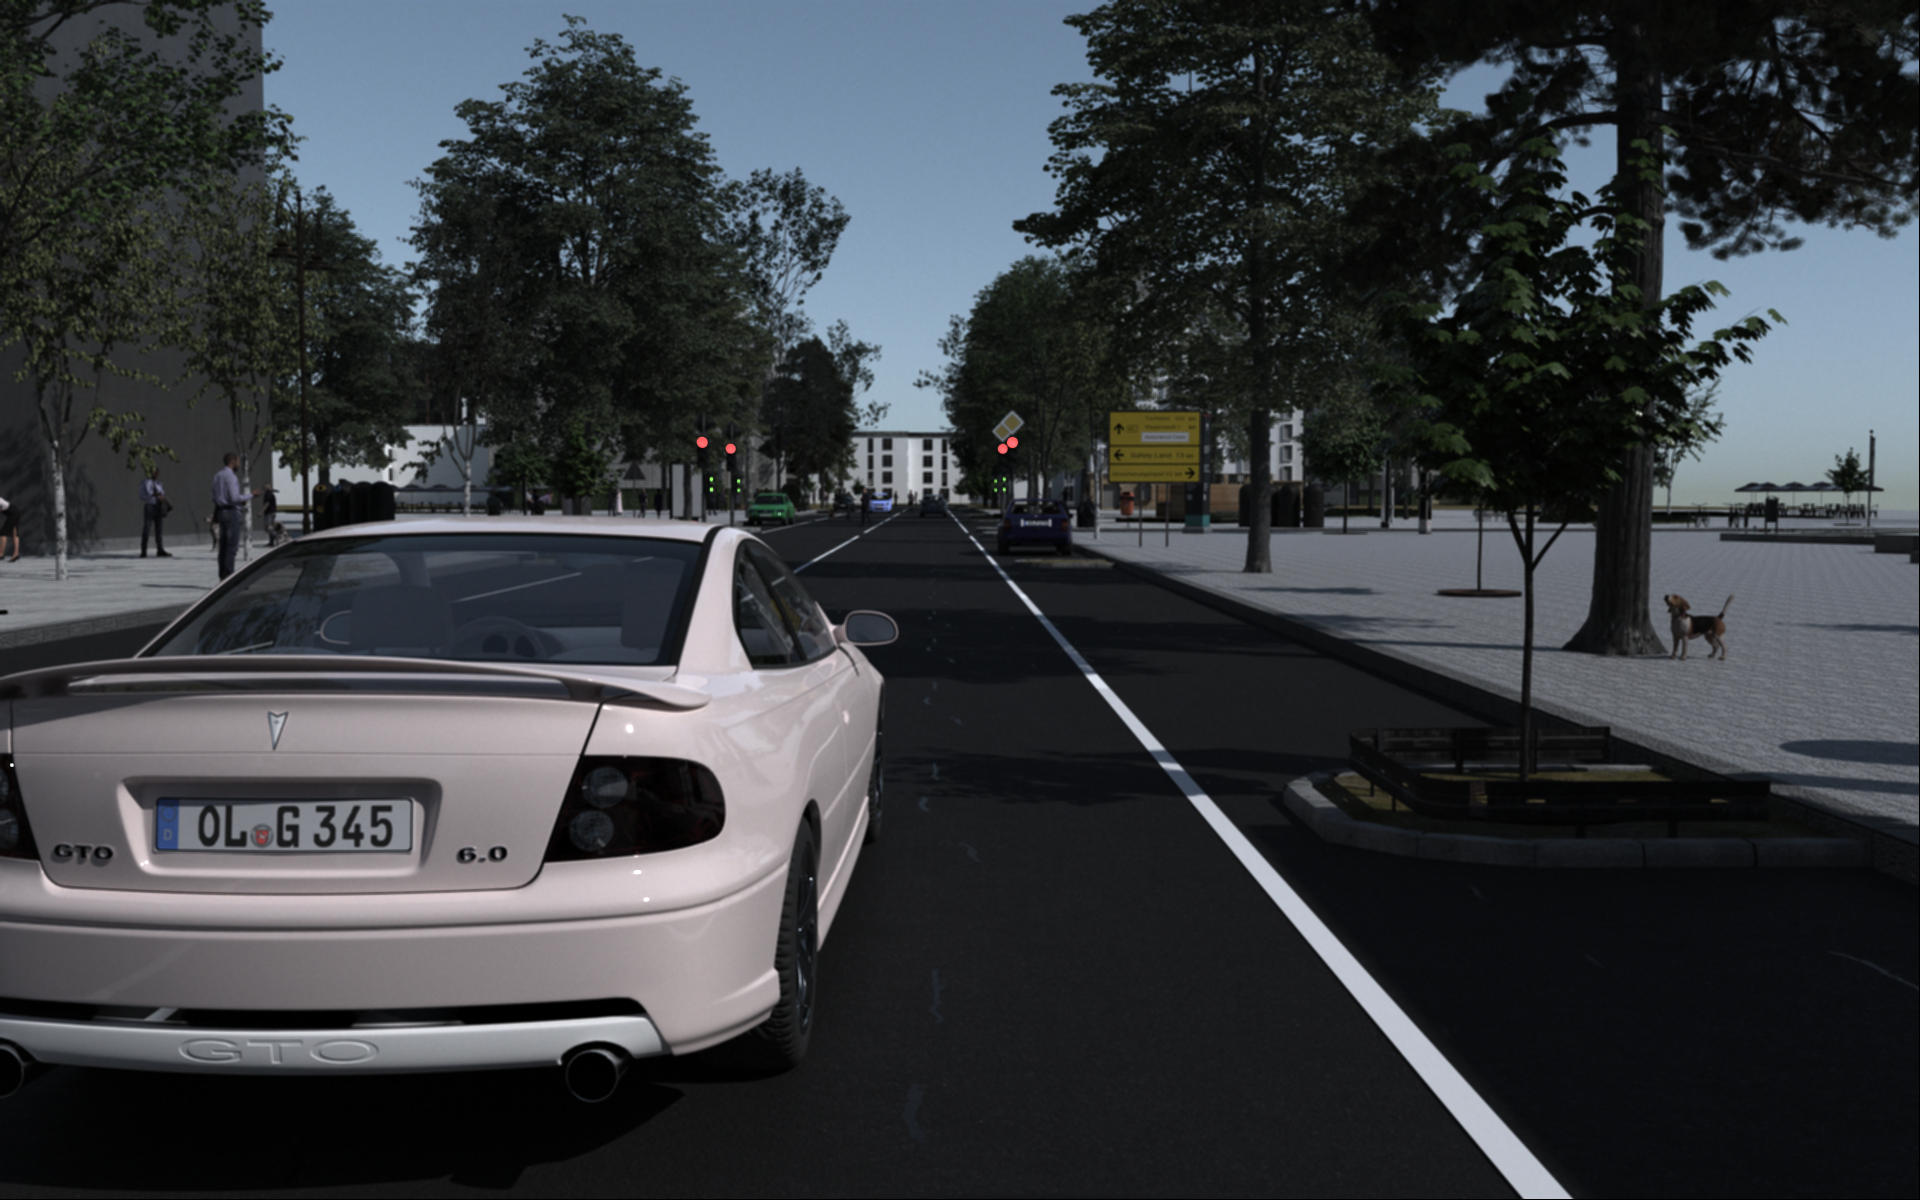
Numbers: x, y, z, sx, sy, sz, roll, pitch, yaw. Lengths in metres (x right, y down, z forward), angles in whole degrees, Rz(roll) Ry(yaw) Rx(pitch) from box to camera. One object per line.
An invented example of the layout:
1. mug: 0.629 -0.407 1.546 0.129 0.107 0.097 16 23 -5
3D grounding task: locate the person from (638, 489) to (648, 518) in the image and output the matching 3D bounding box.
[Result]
1. person: -15.733 -4.726 85.518 0.471 1.553 0.569 -2 4 -30

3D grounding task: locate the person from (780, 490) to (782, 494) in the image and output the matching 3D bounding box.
1. person: -17.524 -10.004 170.430 0.721 1.723 1.217 -3 5 -40

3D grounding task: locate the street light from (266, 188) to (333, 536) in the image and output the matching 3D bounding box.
1. street light: -10.061 -3.287 26.533 0.468 5.910 1.993 0 4 -1

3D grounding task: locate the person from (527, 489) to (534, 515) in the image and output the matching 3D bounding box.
1. person: -21.718 -4.840 87.395 0.590 1.554 0.614 1 4 17

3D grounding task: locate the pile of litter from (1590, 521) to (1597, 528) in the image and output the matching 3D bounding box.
1. pile of litter: 24.796 -3.209 66.435 1.719 0.858 1.176 -2 4 -23

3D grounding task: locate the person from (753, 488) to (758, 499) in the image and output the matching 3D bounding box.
1. person: -18.267 -9.183 156.045 0.709 1.838 0.599 1 4 9

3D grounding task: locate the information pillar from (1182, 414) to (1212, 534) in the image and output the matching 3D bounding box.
1. information pillar: 7.743 -4.099 56.394 0.750 3.857 0.750 2 4 29

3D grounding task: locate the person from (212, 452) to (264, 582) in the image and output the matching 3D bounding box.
1. person: -9.733 -1.068 23.378 0.709 1.838 0.599 3 5 43

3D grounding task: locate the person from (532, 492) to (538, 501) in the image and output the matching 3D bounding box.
1. person: -24.195 -5.552 98.520 0.444 1.614 0.593 0 4 -2

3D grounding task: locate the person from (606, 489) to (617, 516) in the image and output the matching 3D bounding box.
1. person: -20.186 -5.725 100.472 0.655 1.722 0.431 1 4 15

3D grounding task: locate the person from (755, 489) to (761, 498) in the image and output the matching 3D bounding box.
1. person: -17.313 -8.745 149.841 0.721 1.723 1.217 3 4 36

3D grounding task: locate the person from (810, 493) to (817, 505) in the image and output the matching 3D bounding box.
1. person: -17.842 -12.489 210.915 1.217 1.739 0.721 3 5 45

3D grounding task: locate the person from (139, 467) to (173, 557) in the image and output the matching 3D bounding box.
1. person: -16.345 -1.795 35.261 0.599 1.838 0.709 2 4 26

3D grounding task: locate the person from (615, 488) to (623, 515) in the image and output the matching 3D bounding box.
1. person: -21.313 -6.190 107.916 0.621 1.740 0.551 -2 4 -34

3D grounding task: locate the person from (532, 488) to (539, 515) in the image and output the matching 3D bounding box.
1. person: -18.639 -4.173 76.635 0.453 1.535 0.546 3 5 45

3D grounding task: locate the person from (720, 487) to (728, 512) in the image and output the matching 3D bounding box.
1. person: -16.963 -7.236 124.796 0.568 1.767 0.683 2 4 27

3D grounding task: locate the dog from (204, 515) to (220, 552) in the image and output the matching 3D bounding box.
1. dog: -16.358 -1.483 38.620 0.800 0.831 0.513 0 4 -7

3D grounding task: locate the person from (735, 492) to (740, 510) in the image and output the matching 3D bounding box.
1. person: -18.410 -8.342 143.103 0.551 1.740 0.621 -3 4 -36

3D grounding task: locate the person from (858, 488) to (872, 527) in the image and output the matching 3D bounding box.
1. person: -4.147 -4.040 75.473 0.530 1.710 0.541 -2 4 -32

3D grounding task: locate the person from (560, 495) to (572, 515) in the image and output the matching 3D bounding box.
1. person: -11.631 -2.751 51.684 0.551 1.740 0.621 -3 5 -39

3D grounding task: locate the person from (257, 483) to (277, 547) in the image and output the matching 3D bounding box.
1. person: -16.608 -2.048 41.730 0.471 1.553 0.569 1 4 23

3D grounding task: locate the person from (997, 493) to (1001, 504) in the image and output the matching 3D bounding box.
1. person: 4.395 -11.556 198.214 0.697 1.427 0.421 -2 4 -32

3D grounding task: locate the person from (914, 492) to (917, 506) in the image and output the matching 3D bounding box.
1. person: -5.529 -12.500 213.597 0.721 1.735 1.217 1 4 12

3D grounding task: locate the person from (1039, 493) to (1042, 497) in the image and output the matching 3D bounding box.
1. person: 9.370 -12.550 210.870 1.348 1.869 0.705 -1 4 -10

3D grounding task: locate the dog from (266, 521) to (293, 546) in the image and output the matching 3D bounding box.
1. dog: -11.444 -0.941 29.765 0.800 0.831 0.513 2 4 29

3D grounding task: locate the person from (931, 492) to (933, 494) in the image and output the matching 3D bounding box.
1. person: -2.179 -7.474 132.760 0.516 1.574 0.319 1 4 13

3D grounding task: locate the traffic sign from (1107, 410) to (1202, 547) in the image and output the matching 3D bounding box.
1. traffic sign: 4.701 -2.938 41.906 2.265 3.308 0.079 0 4 1

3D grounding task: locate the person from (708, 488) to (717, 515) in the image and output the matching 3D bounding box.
1. person: -14.827 -5.936 104.023 0.530 1.710 0.541 -2 4 -28

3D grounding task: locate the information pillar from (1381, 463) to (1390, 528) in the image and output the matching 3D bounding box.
1. information pillar: 16.156 -4.553 65.751 0.184 3.620 1.656 1 4 9

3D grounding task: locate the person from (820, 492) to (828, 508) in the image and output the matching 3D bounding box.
1. person: -12.114 -9.073 155.317 0.756 1.711 0.436 2 4 32

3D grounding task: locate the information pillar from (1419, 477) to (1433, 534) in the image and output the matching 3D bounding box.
1. information pillar: 14.953 -3.127 55.613 0.304 2.012 0.304 -3 5 -41

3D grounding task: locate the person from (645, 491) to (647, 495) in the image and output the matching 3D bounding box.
1. person: -23.055 -7.221 126.321 0.499 1.552 0.429 0 4 -6

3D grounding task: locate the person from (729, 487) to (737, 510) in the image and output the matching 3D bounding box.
1. person: -18.403 -8.193 139.865 0.709 1.838 0.599 3 5 42

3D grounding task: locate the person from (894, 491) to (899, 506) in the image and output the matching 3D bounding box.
1. person: -7.641 -12.122 206.836 0.705 1.807 1.348 1 4 21

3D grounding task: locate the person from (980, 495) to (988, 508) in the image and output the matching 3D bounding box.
1. person: 2.445 -9.607 163.837 1.217 1.743 0.721 1 4 18

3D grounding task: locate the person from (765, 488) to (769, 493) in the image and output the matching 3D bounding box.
1. person: -16.489 -8.634 147.224 0.705 1.822 1.348 2 4 25

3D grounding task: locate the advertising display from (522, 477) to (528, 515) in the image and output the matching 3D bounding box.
1. advertising display: -16.485 -3.696 65.640 0.123 1.923 0.974 -1 4 -11

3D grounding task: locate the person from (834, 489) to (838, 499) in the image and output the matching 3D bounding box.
1. person: -12.011 -9.919 168.764 0.434 1.755 0.990 -2 4 -25

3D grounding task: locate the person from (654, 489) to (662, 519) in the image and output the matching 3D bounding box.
1. person: -14.612 -4.603 83.679 0.453 1.535 0.546 -3 5 -42

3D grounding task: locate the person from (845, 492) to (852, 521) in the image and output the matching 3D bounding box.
1. person: -6.029 -5.068 93.580 0.429 1.552 0.499 0 4 6

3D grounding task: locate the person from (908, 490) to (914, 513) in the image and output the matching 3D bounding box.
1. person: -3.703 -7.584 133.036 0.617 1.759 0.750 -2 4 -27

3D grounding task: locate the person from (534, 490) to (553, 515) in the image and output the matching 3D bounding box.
1. person: -13.798 -2.947 57.462 0.421 1.427 0.697 3 5 41

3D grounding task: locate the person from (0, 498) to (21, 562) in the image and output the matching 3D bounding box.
1. person: -18.009 -1.416 32.378 0.628 1.438 0.799 1 4 23

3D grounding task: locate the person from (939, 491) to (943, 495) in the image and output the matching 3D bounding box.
1. person: -1.984 -10.242 176.626 0.551 1.740 0.621 1 4 14

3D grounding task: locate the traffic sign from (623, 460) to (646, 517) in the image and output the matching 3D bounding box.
1. traffic sign: -12.245 -3.982 65.106 0.884 2.594 0.081 0 4 3

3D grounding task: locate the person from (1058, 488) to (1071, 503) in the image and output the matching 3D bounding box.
1. person: 9.813 -9.557 162.245 1.348 1.831 0.705 1 4 22
